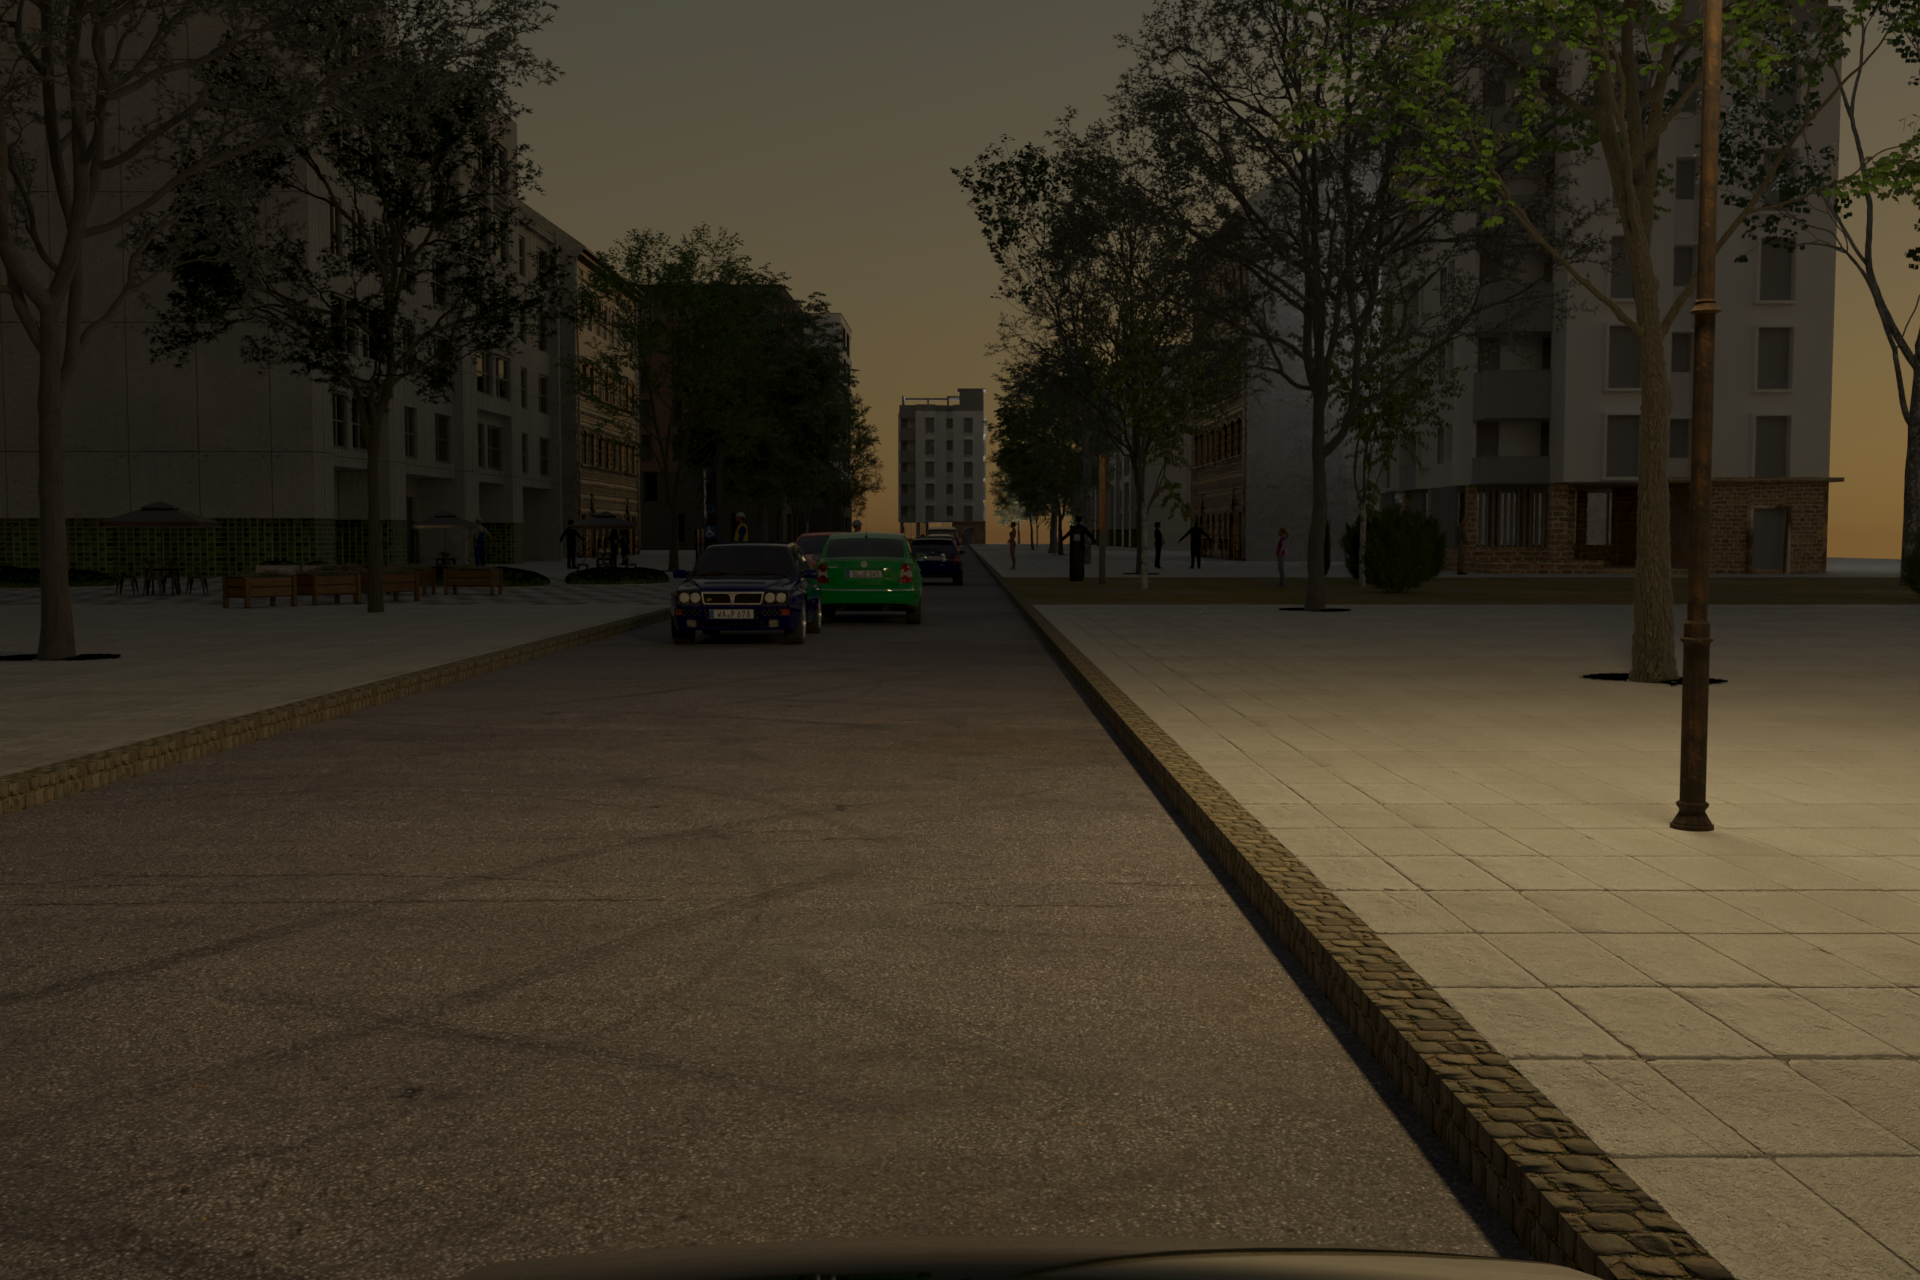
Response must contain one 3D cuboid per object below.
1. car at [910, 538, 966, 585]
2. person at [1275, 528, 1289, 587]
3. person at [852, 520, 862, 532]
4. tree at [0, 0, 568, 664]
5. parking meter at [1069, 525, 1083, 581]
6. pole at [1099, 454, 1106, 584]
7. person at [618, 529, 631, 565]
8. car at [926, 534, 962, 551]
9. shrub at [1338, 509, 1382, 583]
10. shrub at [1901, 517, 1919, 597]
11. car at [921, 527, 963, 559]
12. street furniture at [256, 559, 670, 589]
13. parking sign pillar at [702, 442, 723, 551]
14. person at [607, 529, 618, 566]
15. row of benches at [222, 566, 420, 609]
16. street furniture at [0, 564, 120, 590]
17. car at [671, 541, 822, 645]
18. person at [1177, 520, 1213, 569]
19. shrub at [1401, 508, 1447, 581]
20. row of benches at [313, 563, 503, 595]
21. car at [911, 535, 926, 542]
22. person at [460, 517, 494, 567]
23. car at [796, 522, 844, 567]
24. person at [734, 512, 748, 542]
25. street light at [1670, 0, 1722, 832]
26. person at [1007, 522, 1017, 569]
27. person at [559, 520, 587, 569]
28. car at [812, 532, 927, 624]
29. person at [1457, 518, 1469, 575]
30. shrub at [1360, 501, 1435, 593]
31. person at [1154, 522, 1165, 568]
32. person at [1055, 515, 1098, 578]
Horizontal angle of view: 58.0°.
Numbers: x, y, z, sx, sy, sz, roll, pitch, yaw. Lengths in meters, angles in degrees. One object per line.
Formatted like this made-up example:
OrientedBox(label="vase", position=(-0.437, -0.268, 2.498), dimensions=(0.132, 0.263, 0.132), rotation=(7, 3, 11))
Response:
OrientedBox(label="car", position=(-0.794, -2.269, 49.683), dimensions=(1.945, 1.354, 3.894), rotation=(0, 4, -1))
OrientedBox(label="person", position=(7.721, -1.998, 41.938), dimensions=(0.599, 1.433, 0.991), rotation=(0, 4, 5))
OrientedBox(label="person", position=(-2.365, -1.977, 41.253), dimensions=(0.721, 1.772, 1.216), rotation=(-2, 4, -33))
OrientedBox(label="tree", position=(-9.301, -6.551, 17.478), dimensions=(12.009, 13.543, 11.850), rotation=(0, 3, 0))
OrientedBox(label="parking meter", position=(3.156, -2.359, 46.985), dimensions=(0.372, 1.533, 0.369), rotation=(0, 3, 0))
OrientedBox(label="pole", position=(3.657, -3.097, 44.472), dimensions=(0.158, 3.312, 0.155), rotation=(0, 3, 0))
OrientedBox(label="person", position=(-13.833, -4.005, 71.255), dimensions=(0.705, 1.856, 1.354), rotation=(1, 4, 14))
OrientedBox(label="car", position=(-0.899, -4.257, 79.387), dimensions=(2.009, 1.686, 4.222), rotation=(0, 4, 0))
OrientedBox(label="shrub", position=(10.751, -2.498, 45.264), dimensions=(1.690, 2.028, 1.600), rotation=(0, 3, 0))
OrientedBox(label="shrub", position=(18.768, -1.762, 32.849), dimensions=(1.661, 2.075, 1.752), rotation=(0, 3, 0))
OrientedBox(label="car", position=(-0.945, -5.058, 91.368), dimensions=(2.281, 1.827, 5.304), rotation=(0, 4, -1))
OrientedBox(label="street furniture", position=(-12.745, -1.736, 44.005), dimensions=(10.072, 0.657, 5.734), rotation=(1, 4, 18))
OrientedBox(label="parking sign pillar", position=(-7.183, -3.786, 50.371), dimensions=(1.447, 3.967, 1.447), rotation=(0, 4, 0))
OrientedBox(label="person", position=(-13.366, -3.704, 66.694), dimensions=(0.704, 1.812, 1.346), rotation=(-2, 4, -26))
OrientedBox(label="row of benches", position=(-11.550, -0.995, 31.733), dimensions=(1.422, 0.672, 4.104), rotation=(2, 4, 29))
OrientedBox(label="street furniture", position=(-25.127, -1.698, 43.386), dimensions=(5.734, 0.657, 10.072), rotation=(-3, 4, -39))
OrientedBox(label="car", position=(-2.867, -0.679, 23.684), dimensions=(1.945, 1.354, 3.894), rotation=(0, 3, 0))
OrientedBox(label="person", position=(8.762, -3.558, 64.398), dimensions=(1.346, 1.802, 0.704), rotation=(0, 4, -4))
OrientedBox(label="shrub", position=(12.586, -2.634, 47.489), dimensions=(1.690, 2.028, 1.600), rotation=(0, 3, 0))
OrientedBox(label="row of benches", position=(-11.825, -1.300, 36.721), dimensions=(4.104, 0.672, 1.422), rotation=(0, 4, 3))
OrientedBox(label="car", position=(-2.525, -6.903, 125.449), dimensions=(1.945, 1.354, 3.894), rotation=(0, 4, 0))
OrientedBox(label="person", position=(-15.685, -3.094, 56.448), dimensions=(0.705, 1.847, 1.347), rotation=(2, 4, 35))
OrientedBox(label="car", position=(-2.732, -1.673, 36.389), dimensions=(2.155, 1.783, 4.494), rotation=(0, 4, 0))
OrientedBox(label="person", position=(-5.525, -2.290, 43.415), dimensions=(0.705, 1.833, 1.349), rotation=(-1, 4, -9))
OrientedBox(label="street light", position=(3.190, -2.115, 7.370), dimensions=(0.468, 5.910, 1.993), rotation=(0, 4, 0))
OrientedBox(label="person", position=(1.846, -3.435, 62.958), dimensions=(0.721, 1.733, 1.217), rotation=(1, 4, 9))
OrientedBox(label="person", position=(-14.323, -3.532, 63.935), dimensions=(1.347, 1.806, 0.705), rotation=(2, 4, 31))
OrientedBox(label="car", position=(-1.523, -1.227, 28.857), dimensions=(1.959, 1.807, 4.718), rotation=(0, 4, -1))
OrientedBox(label="person", position=(15.867, -2.962, 54.694), dimensions=(0.705, 1.796, 1.348), rotation=(2, 4, 25))
OrientedBox(label="shrub", position=(9.498, -2.035, 37.688), dimensions=(1.690, 2.028, 1.600), rotation=(0, 3, 0))
OrientedBox(label="person", position=(7.483, -3.550, 64.770), dimensions=(0.721, 1.740, 1.216), rotation=(0, 4, -5))
OrientedBox(label="person", position=(3.413, -2.704, 50.139), dimensions=(1.347, 1.837, 0.705), rotation=(-1, 4, -21))
